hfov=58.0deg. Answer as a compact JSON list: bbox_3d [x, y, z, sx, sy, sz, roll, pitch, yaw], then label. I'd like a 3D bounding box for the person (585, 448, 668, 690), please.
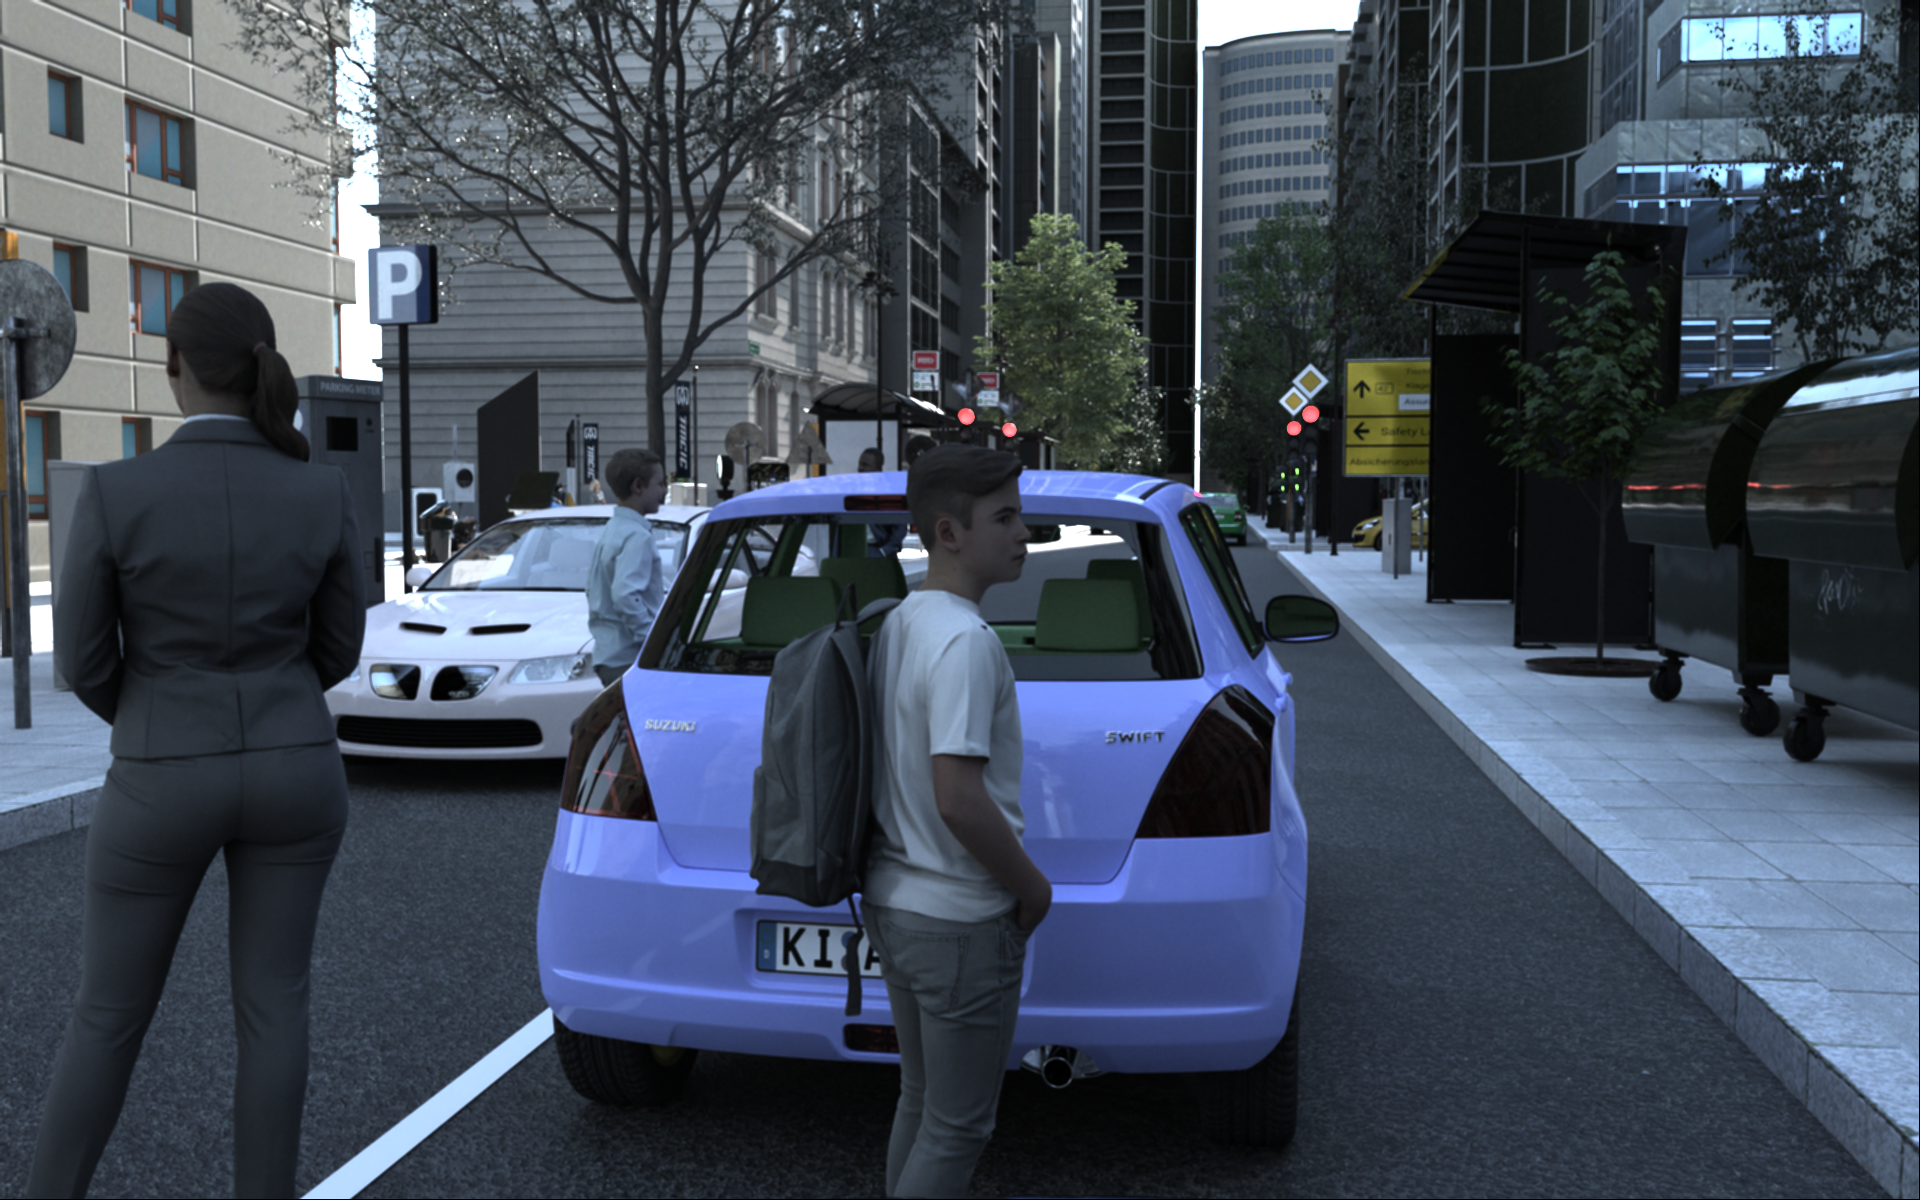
[{"bbox_3d":[-1.226,0.233,6.505,0.330,1.601,0.589,-1,4,-15],"label":"person"}]

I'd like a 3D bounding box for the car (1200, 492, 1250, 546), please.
[{"bbox_3d":[7.256,-2.476,49.279,1.959,1.807,4.718,1,4,9],"label":"car"}]

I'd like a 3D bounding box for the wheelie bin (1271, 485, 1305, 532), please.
[{"bbox_3d":[11.190,-3.085,58.348,0.980,1.594,0.693,3,4,38],"label":"wheelie bin"}]

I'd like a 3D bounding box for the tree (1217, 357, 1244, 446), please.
[{"bbox_3d":[12.862,-7.390,71.195,4.360,8.622,3.978,0,3,0],"label":"tree"}]

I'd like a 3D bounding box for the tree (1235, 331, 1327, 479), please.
[{"bbox_3d":[14.681,-7.779,77.545,4.737,8.622,4.395,0,3,0],"label":"tree"}]

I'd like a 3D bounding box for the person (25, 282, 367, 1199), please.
[{"bbox_3d":[-1.377,0.348,3.085,0.573,1.790,0.520,3,5,40],"label":"person"}]

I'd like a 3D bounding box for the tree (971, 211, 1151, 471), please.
[{"bbox_3d":[3.943,-9.323,70.558,7.486,12.596,7.792,0,3,0],"label":"tree"}]

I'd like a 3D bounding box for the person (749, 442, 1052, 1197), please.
[{"bbox_3d":[-0.045,0.509,2.781,0.503,1.515,0.523,3,4,38],"label":"person"}]

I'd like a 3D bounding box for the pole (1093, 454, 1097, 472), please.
[{"bbox_3d":[6.096,-5.169,78.355,0.158,3.312,0.155,0,3,0],"label":"pole"}]

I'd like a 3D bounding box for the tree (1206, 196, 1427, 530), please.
[{"bbox_3d":[12.498,-8.310,61.631,9.928,11.665,9.643,0,3,0],"label":"tree"}]

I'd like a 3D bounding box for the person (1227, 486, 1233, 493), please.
[{"bbox_3d":[9.944,-3.350,63.944,0.731,1.740,0.598,3,5,41],"label":"person"}]

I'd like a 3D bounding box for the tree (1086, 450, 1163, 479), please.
[{"bbox_3d":[9.105,-7.267,102.523,4.285,4.588,4.351,0,3,0],"label":"tree"}]

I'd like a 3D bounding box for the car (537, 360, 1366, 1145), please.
[{"bbox_3d":[0.165,0.267,5.226,1.945,1.707,3.694,1,4,10],"label":"car"}]

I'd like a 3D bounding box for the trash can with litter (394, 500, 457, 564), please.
[{"bbox_3d":[-9.902,-1.265,32.076,1.055,1.170,0.624,-2,4,-35],"label":"trash can with litter"}]

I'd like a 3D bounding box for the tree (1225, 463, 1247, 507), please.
[{"bbox_3d":[27.757,-11.398,170.071,4.285,4.588,4.351,0,3,0],"label":"tree"}]

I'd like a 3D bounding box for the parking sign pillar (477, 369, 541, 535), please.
[{"bbox_3d":[-9.756,-3.000,37.515,1.447,3.967,1.447,-1,4,-11],"label":"parking sign pillar"}]

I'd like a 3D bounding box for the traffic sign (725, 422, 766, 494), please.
[{"bbox_3d":[-3.796,-1.866,30.615,0.768,2.556,0.104,1,4,12],"label":"traffic sign"}]

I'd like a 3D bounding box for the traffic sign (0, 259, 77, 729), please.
[{"bbox_3d":[-5.136,-0.569,9.417,0.768,2.556,0.104,1,4,14],"label":"traffic sign"}]

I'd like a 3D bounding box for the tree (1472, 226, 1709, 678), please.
[{"bbox_3d":[4.781,-1.099,12.572,1.663,3.219,1.824,0,3,0],"label":"tree"}]

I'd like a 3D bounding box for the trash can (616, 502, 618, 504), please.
[{"bbox_3d":[-5.577,-1.123,30.020,0.748,1.137,0.748,0,3,0],"label":"trash can"}]

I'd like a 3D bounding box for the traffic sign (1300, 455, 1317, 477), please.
[{"bbox_3d":[10.264,-3.102,50.824,0.768,2.556,0.104,1,4,13],"label":"traffic sign"}]

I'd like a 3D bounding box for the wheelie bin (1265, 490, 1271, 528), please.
[{"bbox_3d":[11.895,-3.495,65.055,0.693,1.594,0.980,2,4,34],"label":"wheelie bin"}]

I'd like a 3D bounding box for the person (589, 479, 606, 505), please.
[{"bbox_3d":[-8.971,-2.101,43.038,0.526,1.800,0.537,2,4,33],"label":"person"}]

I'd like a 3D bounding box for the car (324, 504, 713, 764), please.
[{"bbox_3d":[-2.133,0.111,10.555,2.083,1.381,4.827,1,4,10],"label":"car"}]

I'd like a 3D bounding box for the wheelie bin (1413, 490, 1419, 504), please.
[{"bbox_3d":[22.432,-4.782,86.095,0.693,1.594,0.980,1,4,10],"label":"wheelie bin"}]

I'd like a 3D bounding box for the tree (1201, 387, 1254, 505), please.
[{"bbox_3d":[31.600,-17.605,194.496,9.857,13.997,8.962,0,3,0],"label":"tree"}]

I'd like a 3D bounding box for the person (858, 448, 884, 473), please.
[{"bbox_3d":[-0.769,-0.320,13.923,0.721,1.800,0.419,1,4,18],"label":"person"}]

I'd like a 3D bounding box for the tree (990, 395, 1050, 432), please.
[{"bbox_3d":[3.570,-9.136,99.738,4.360,8.622,3.978,0,3,0],"label":"tree"}]

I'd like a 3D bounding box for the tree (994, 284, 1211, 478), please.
[{"bbox_3d":[6.179,-10.582,90.016,9.611,12.733,9.660,0,3,0],"label":"tree"}]

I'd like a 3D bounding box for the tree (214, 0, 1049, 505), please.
[{"bbox_3d":[-3.767,-6.806,21.652,12.009,13.543,11.850,0,3,0],"label":"tree"}]

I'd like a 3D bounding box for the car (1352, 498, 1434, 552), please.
[{"bbox_3d":[11.334,-1.883,41.014,3.980,1.641,2.015,1,4,9],"label":"car"}]

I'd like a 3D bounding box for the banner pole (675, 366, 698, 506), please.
[{"bbox_3d":[-5.299,-2.678,33.796,0.401,3.779,0.863,2,4,28],"label":"banner pole"}]

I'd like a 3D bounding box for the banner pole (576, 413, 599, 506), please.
[{"bbox_3d":[-11.604,-3.899,53.764,0.863,3.779,0.401,-2,4,-26],"label":"banner pole"}]

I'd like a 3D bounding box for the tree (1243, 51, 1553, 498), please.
[{"bbox_3d":[7.621,-4.826,29.267,4.360,8.622,3.978,0,3,0],"label":"tree"}]

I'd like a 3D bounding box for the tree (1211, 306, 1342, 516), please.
[{"bbox_3d":[18.164,-11.397,103.348,9.611,12.733,9.660,0,3,0],"label":"tree"}]

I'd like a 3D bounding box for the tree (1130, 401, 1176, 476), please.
[{"bbox_3d":[12.948,-10.809,127.089,4.737,8.622,4.395,0,3,0],"label":"tree"}]

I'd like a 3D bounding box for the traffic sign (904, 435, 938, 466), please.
[{"bbox_3d":[-0.835,-2.278,37.355,0.768,2.556,0.104,1,4,13],"label":"traffic sign"}]

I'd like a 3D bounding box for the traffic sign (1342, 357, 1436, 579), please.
[{"bbox_3d":[6.881,-1.960,25.912,2.265,3.308,0.079,1,4,12],"label":"traffic sign"}]

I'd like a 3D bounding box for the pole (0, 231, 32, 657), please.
[{"bbox_3d":[-7.451,-1.207,13.581,0.158,3.312,0.155,0,3,0],"label":"pole"}]

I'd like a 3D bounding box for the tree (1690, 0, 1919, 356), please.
[{"bbox_3d":[12.272,-4.522,24.301,4.360,8.622,3.978,0,3,0],"label":"tree"}]

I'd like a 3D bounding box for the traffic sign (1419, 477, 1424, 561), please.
[{"bbox_3d":[8.773,-1.882,32.894,0.606,2.300,0.079,1,4,13],"label":"traffic sign"}]

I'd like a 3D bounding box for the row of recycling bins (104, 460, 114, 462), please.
[{"bbox_3d":[-10.512,-0.955,22.730,1.069,1.692,3.534,0,4,-5],"label":"row of recycling bins"}]

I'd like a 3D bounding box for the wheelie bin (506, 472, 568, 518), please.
[{"bbox_3d":[-5.948,-1.008,24.396,0.980,1.594,0.693,1,4,17],"label":"wheelie bin"}]

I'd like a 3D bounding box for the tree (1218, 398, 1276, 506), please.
[{"bbox_3d":[29.876,-15.868,177.563,7.486,12.596,7.792,0,3,0],"label":"tree"}]

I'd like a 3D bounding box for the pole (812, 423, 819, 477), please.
[{"bbox_3d":[-4.172,-3.442,50.120,0.158,3.312,0.155,0,3,0],"label":"pole"}]

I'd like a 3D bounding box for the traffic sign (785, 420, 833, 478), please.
[{"bbox_3d":[-2.680,-1.872,30.605,0.884,2.594,0.081,1,4,12],"label":"traffic sign"}]

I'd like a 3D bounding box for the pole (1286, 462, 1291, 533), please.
[{"bbox_3d":[10.760,-3.837,56.572,0.158,3.312,0.155,0,3,0],"label":"pole"}]

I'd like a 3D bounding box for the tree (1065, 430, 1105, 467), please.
[{"bbox_3d":[7.806,-10.137,116.105,4.360,8.622,3.978,0,3,0],"label":"tree"}]

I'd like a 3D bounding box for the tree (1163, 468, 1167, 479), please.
[{"bbox_3d":[17.505,-10.825,160.699,4.285,4.588,4.351,0,3,0],"label":"tree"}]
